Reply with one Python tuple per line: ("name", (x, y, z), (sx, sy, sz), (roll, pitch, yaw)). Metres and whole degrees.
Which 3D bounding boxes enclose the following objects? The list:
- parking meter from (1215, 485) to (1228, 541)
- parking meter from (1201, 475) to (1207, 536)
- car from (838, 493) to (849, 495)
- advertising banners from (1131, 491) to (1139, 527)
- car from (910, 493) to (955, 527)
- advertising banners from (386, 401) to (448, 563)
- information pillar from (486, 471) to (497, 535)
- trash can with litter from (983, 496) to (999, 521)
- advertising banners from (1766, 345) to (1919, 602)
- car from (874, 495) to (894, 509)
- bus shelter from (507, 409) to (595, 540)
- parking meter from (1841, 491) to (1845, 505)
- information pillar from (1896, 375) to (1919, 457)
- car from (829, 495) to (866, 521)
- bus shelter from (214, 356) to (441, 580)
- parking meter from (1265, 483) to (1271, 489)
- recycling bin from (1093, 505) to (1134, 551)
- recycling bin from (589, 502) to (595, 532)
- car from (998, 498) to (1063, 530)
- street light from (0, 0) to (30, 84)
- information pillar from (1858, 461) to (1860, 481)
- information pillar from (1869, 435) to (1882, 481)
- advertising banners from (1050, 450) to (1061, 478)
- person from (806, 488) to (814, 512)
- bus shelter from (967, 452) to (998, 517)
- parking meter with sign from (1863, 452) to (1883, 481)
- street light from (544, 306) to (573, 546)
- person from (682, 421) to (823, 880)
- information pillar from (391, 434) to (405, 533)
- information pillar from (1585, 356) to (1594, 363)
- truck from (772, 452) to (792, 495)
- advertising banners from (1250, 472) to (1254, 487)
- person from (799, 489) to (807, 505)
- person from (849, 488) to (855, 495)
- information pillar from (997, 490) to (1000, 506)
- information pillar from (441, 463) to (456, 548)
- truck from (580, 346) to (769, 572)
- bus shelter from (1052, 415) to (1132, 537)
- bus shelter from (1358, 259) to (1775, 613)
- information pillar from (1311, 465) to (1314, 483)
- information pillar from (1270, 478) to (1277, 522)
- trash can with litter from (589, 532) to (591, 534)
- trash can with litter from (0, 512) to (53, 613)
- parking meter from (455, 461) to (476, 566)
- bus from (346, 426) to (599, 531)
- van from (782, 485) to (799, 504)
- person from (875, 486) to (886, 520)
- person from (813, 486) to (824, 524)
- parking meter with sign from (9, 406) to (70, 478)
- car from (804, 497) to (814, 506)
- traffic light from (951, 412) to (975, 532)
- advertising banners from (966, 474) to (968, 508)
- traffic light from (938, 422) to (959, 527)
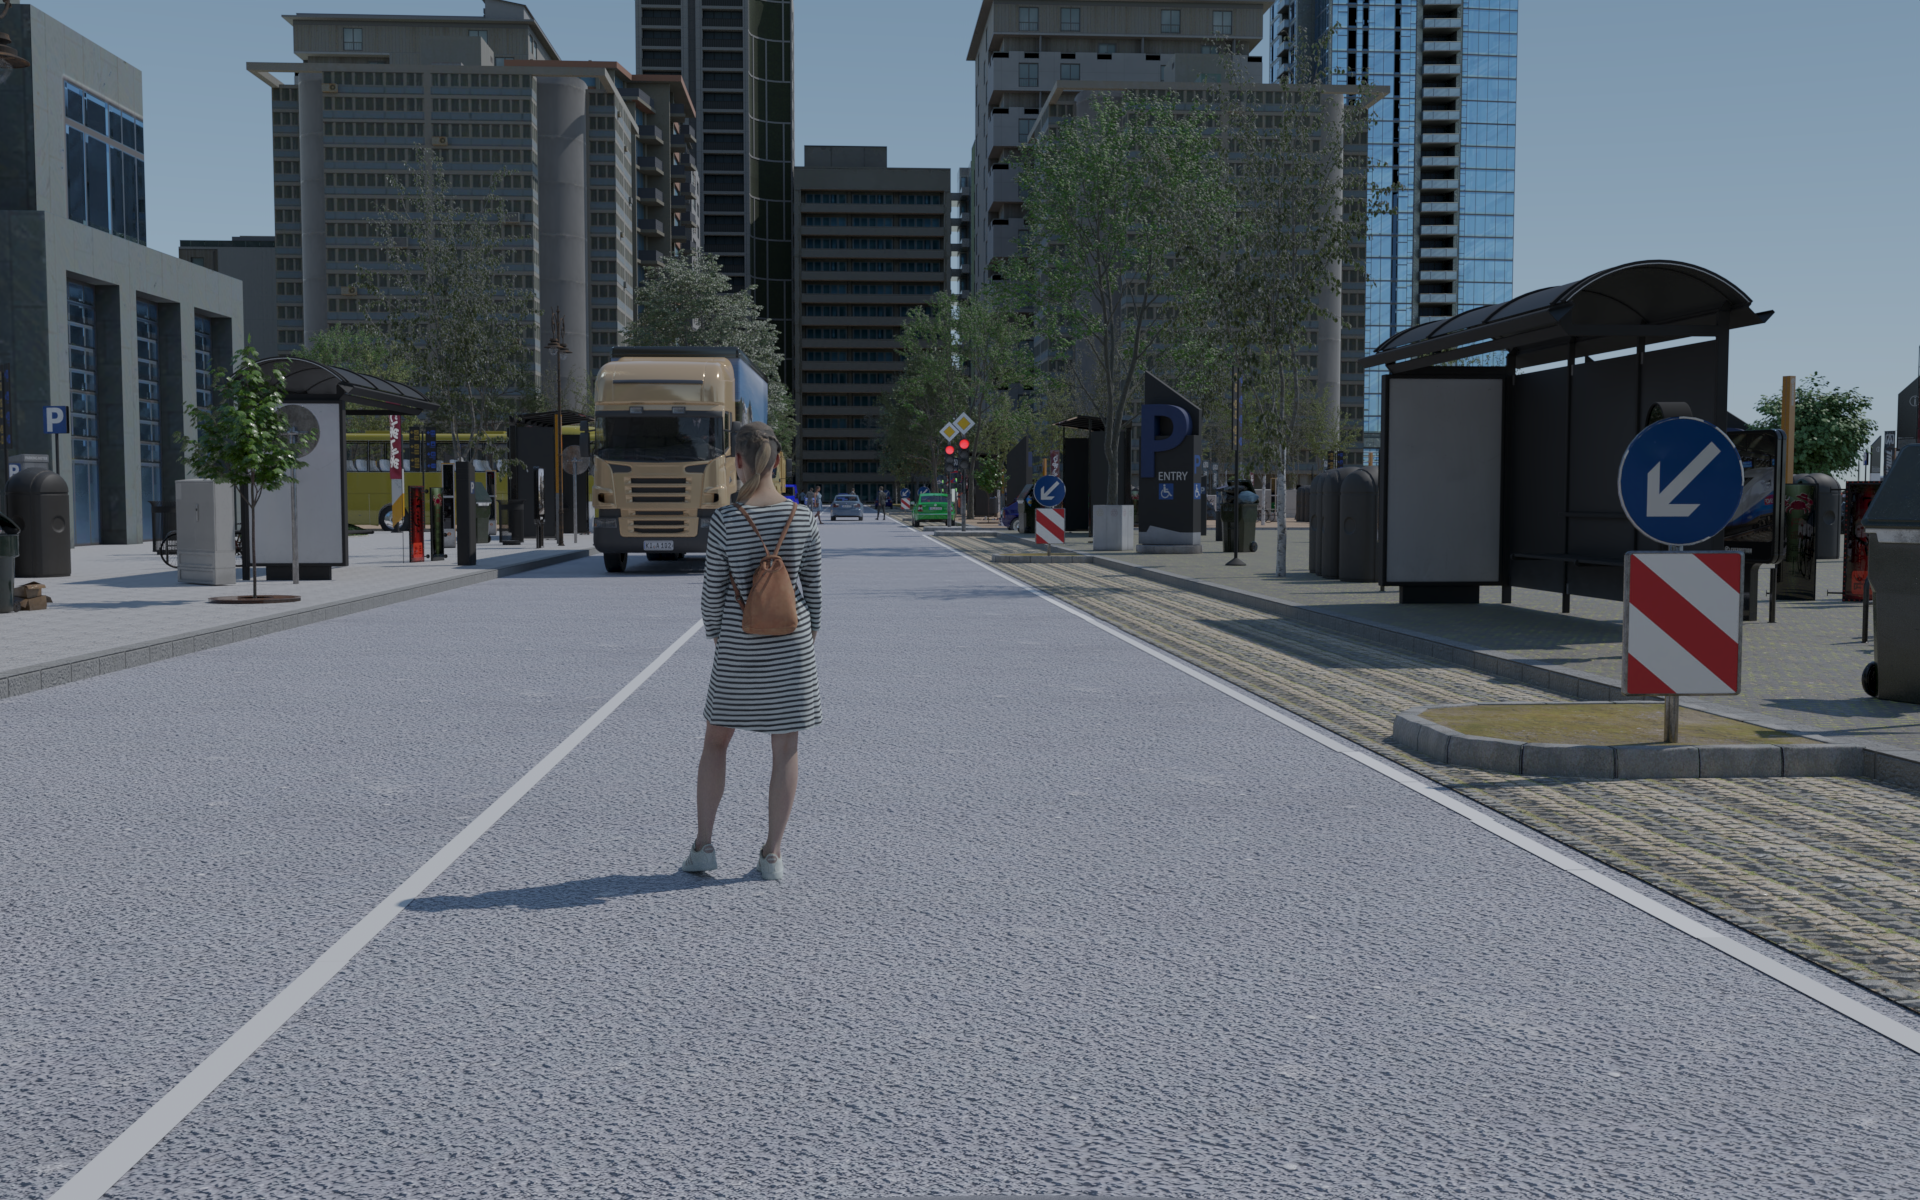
("parking meter", (7.148, -2.369, 47.140), (0.372, 1.533, 0.369), (0, 3, 0))
("parking meter", (7.383, -2.914, 53.355), (0.399, 1.863, 0.255), (-1, 4, -22))
("car", (-13.030, -11.253, 193.581), (1.945, 1.707, 3.694), (0, 4, -3))
("advertising banners", (7.500, -4.350, 67.310), (2.074, 3.025, 0.090), (-1, 4, -14))
("car", (-1.193, -4.121, 76.177), (1.959, 1.807, 4.718), (0, 4, -4))
("advertising banners", (-10.194, -2.220, 32.477), (0.090, 3.025, 2.074), (1, 4, 13))
("information pillar", (-14.658, -3.038, 54.168), (0.304, 2.012, 0.304), (-1, 4, -11))
("trash can with litter", (1.996, -4.498, 84.599), (2.233, 1.210, 1.678), (0, 4, -6))
("advertising banners", (10.736, -1.488, 20.525), (2.074, 3.025, 0.090), (1, 4, 23))
("car", (-7.242, -9.297, 164.589), (1.945, 1.354, 3.894), (0, 4, -2))
("bus shelter", (-11.923, -3.662, 51.153), (1.731, 3.624, 6.357), (0, 4, -4))
("parking meter", (52.191, -5.734, 102.161), (0.372, 1.533, 0.369), (0, 3, 0))
("information pillar", (18.310, -2.571, 33.383), (0.183, 3.616, 0.504), (-3, 4, -37))
("car", (-6.124, -5.009, 93.894), (2.014, 1.417, 4.499), (0, 4, -3))
("bus shelter", (-10.088, -2.096, 28.187), (2.014, 3.302, 5.546), (0, 4, -4))
("parking meter", (15.820, -5.086, 88.870), (0.255, 1.863, 0.399), (-2, 4, -35))
("recycling bin", (3.488, -1.642, 39.398), (0.722, 1.027, 0.722), (2, 4, 29))
("recycling bin", (-12.749, -2.789, 58.153), (0.722, 1.027, 0.722), (1, 4, 20))
("car", (3.355, -3.045, 62.373), (3.894, 1.354, 1.945), (0, 4, -3))
("street light", (-7.805, -2.493, 13.541), (0.468, 5.910, 1.993), (0, 4, -4))
("information pillar", (62.597, -7.908, 120.657), (0.183, 3.616, 0.504), (2, 4, 35))
("information pillar", (36.554, -4.760, 69.184), (0.504, 3.616, 0.183), (-1, 4, -19))
("advertising banners", (4.274, -4.380, 67.806), (0.090, 3.025, 2.074), (-3, 5, -43))
("person", (-10.439, -6.844, 120.197), (0.655, 1.846, 0.447), (-1, 4, -12))
("bus shelter", (1.095, -6.568, 98.669), (1.731, 3.624, 6.357), (0, 4, -4))
("parking meter with sign", (38.459, -4.623, 71.846), (1.738, 3.016, 0.543), (1, 4, 15))
("street light", (-9.859, -4.273, 42.646), (0.468, 5.910, 1.993), (0, 4, -4))
("person", (-0.751, 0.185, 6.478), (0.512, 1.701, 0.522), (-2, 4, -23))
("information pillar", (-18.560, -4.023, 57.133), (0.504, 3.616, 0.183), (2, 4, 28))
("information pillar", (10.591, -2.291, 28.810), (0.504, 3.616, 0.183), (2, 4, 32))
("truck", (-8.979, -4.860, 75.382), (3.469, 3.379, 9.791), (0, 4, -5))
("advertising banners", (23.951, -8.751, 139.269), (2.074, 3.025, 0.090), (-3, 5, -42))
("person", (-13.327, -8.475, 147.044), (1.348, 1.826, 0.705), (3, 4, 36))
("person", (-7.330, -6.734, 118.560), (0.622, 1.834, 0.822), (2, 4, 27))
("information pillar", (2.680, -7.348, 124.634), (0.304, 2.012, 0.304), (-3, 5, -39))
("information pillar", (-12.144, -2.241, 41.129), (0.304, 2.012, 0.304), (-1, 4, -17))
("truck", (-5.499, -2.833, 35.230), (2.839, 4.237, 11.283), (0, 4, -2))
("bus shelter", (4.115, -3.862, 54.423), (1.731, 3.624, 6.357), (0, 4, -4))
("bus shelter", (5.858, -1.456, 17.733), (2.014, 3.302, 5.546), (0, 4, -4))
("information pillar", (28.380, -9.061, 139.502), (0.183, 3.616, 0.504), (0, 4, -2))
("information pillar", (14.442, -4.581, 79.395), (0.304, 2.012, 0.304), (-3, 5, -43))
("trash can with litter", (-11.837, -2.758, 56.144), (1.678, 1.210, 2.233), (1, 4, 21))
("trash can with litter", (-10.454, -0.457, 18.857), (0.624, 1.170, 1.055), (0, 4, 7))
("parking meter", (-8.878, -1.555, 31.131), (0.255, 1.863, 0.399), (0, 4, 1))
("bus", (-17.268, -4.338, 62.468), (12.252, 3.916, 2.896), (0, 4, -5))
("van", (-11.337, -6.483, 110.386), (2.240, 2.365, 5.245), (0, 4, -3))
("person", (-4.359, -5.302, 94.966), (0.659, 1.850, 0.755), (-3, 4, -39))
("person", (-6.816, -4.511, 82.347), (0.778, 1.811, 0.616), (2, 4, 26))
("parking meter with sign", (-18.066, -2.278, 33.506), (0.543, 3.016, 1.738), (1, 4, 14))
("car", (-17.913, -12.188, 208.870), (1.945, 1.707, 3.694), (0, 4, -4))
("traffic light", (0.107, -4.302, 59.258), (0.839, 4.253, 0.868), (0, 4, -4))
("advertising banners", (0.411, -5.868, 92.125), (0.090, 3.025, 2.074), (0, 4, 4))
("traffic light", (-0.433, -4.789, 67.225), (0.839, 4.253, 0.868), (0, 4, -4))
